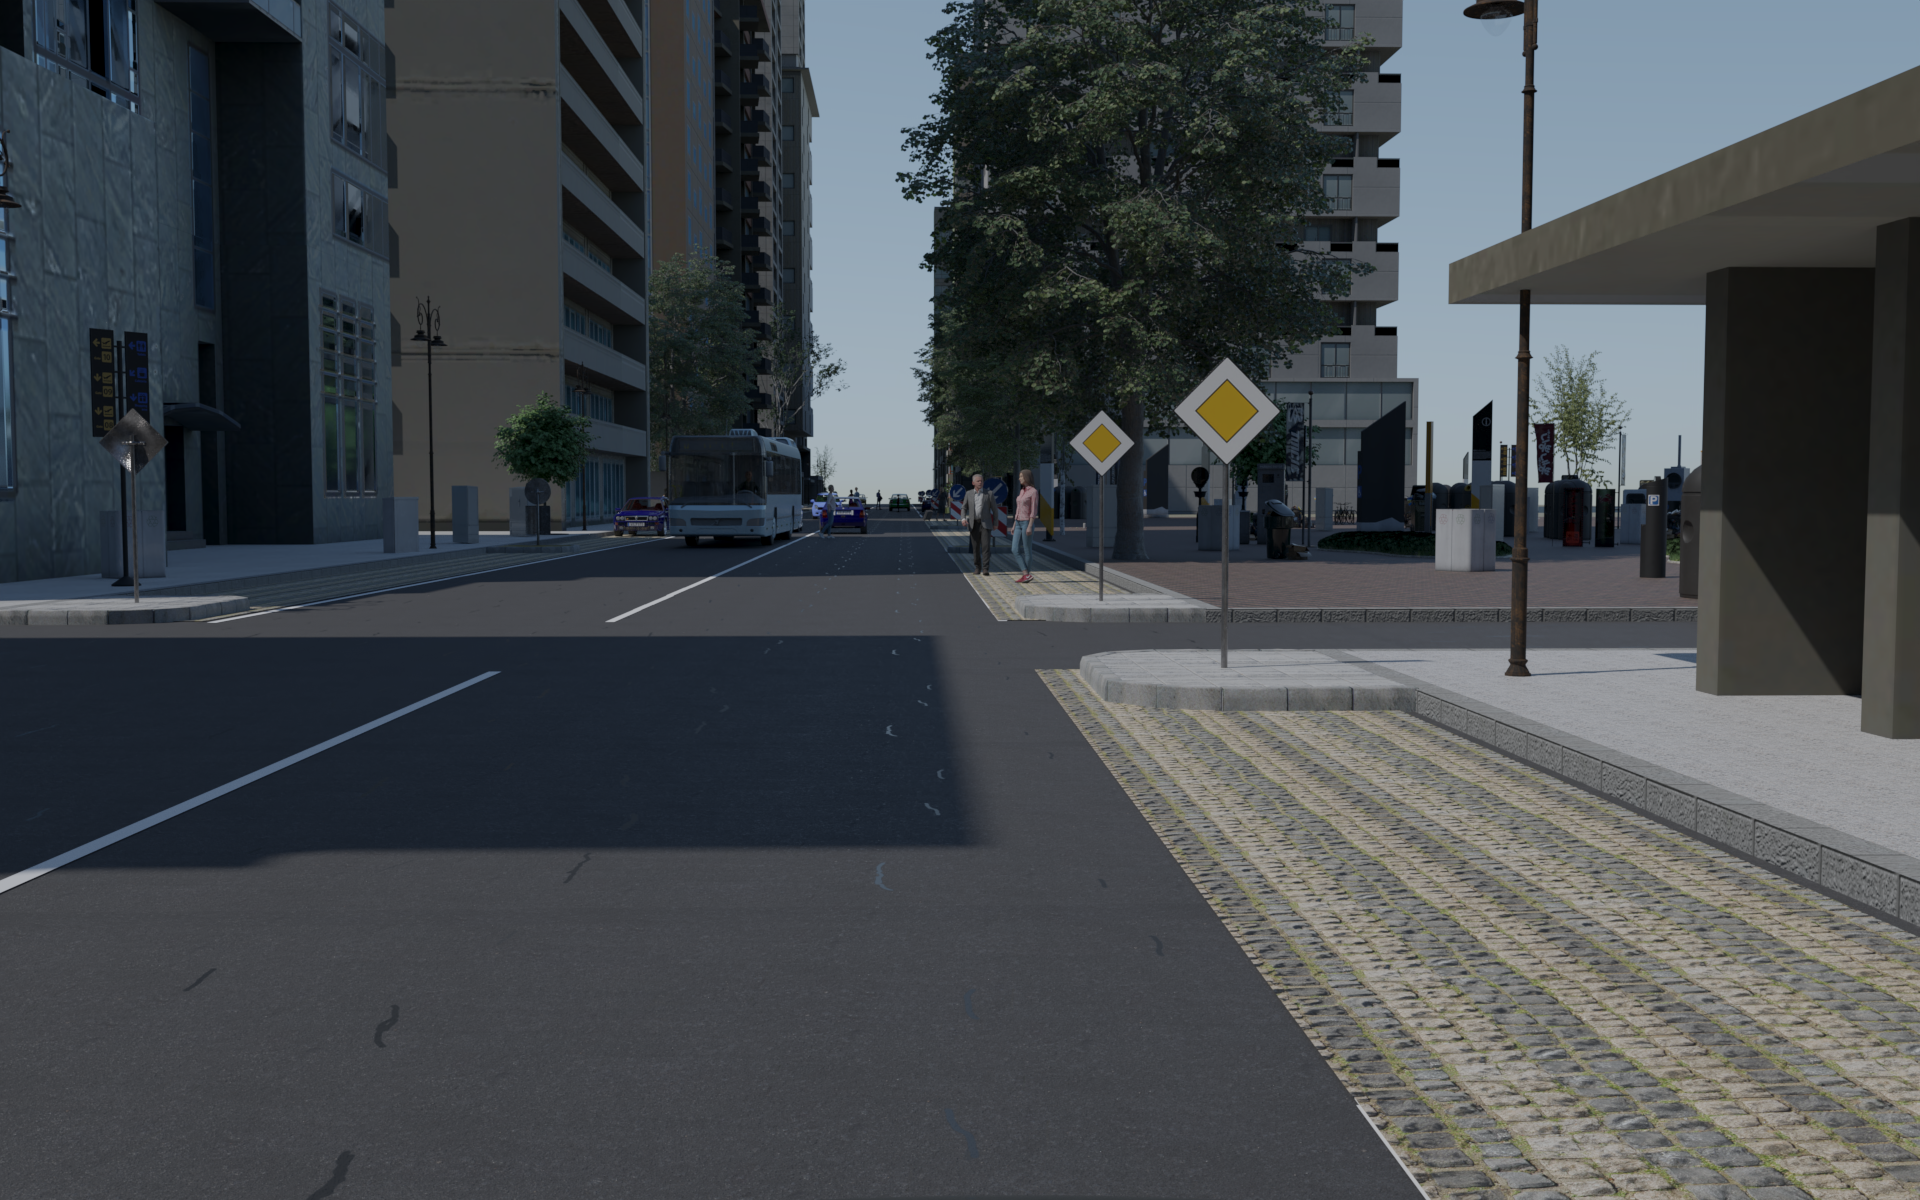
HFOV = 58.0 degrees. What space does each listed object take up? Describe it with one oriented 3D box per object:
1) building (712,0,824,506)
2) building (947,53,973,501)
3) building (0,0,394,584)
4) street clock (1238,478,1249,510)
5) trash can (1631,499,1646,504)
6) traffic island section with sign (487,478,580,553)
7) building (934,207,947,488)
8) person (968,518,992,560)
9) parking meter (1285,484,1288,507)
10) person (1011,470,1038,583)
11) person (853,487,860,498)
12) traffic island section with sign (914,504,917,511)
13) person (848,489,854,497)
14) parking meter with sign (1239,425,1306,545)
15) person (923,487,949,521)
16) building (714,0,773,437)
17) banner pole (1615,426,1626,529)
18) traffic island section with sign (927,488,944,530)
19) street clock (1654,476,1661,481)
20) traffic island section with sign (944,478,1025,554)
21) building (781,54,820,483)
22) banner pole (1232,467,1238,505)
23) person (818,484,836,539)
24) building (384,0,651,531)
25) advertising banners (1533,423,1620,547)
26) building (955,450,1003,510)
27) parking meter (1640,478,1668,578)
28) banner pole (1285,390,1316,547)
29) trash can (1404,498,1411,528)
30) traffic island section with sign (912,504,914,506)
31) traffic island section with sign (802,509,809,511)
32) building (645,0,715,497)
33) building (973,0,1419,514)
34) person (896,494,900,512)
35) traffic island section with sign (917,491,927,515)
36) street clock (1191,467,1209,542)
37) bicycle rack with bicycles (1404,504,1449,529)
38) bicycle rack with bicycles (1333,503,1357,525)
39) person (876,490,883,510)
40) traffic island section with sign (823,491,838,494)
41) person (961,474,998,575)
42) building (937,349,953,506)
[{"bbox_3d":[-29.227,-48.799,236.121,20.563,71.187,20.611,0,4,-2],"label":"building"},{"bbox_3d":[6.276,-29.421,164.635,14.154,41.232,14.086,0,4,-2],"label":"building"},{"bbox_3d":[-25.249,-44.023,32.446,22.319,86.520,31.000,0,4,-2],"label":"building"},{"bbox_3d":[8.976,-3.077,54.881,0.358,2.002,0.471,1,4,11],"label":"street clock"},{"bbox_3d":[20.599,-2.483,52.251,0.748,1.137,0.748,0,3,0],"label":"trash can"},{"bbox_3d":[-10.441,-2.080,42.635,1.989,1.847,2.006,0,4,-2],"label":"traffic island section with sign"},{"bbox_3d":[3.224,-34.533,248.215,14.154,41.232,14.086,0,4,-2],"label":"building"},{"bbox_3d":[0.417,-1.754,37.595,0.576,1.772,0.534,1,4,19],"label":"person"},{"bbox_3d":[16.791,-5.145,89.839,0.255,1.863,0.399,-3,5,-43],"label":"parking meter"},{"bbox_3d":[1.018,-1.177,27.753,0.388,1.821,0.555,-3,5,-42],"label":"person"},{"bbox_3d":[-5.675,-5.325,95.580,0.581,1.822,0.654,-3,5,-44],"label":"person"},{"bbox_3d":[-2.723,-8.507,147.712,1.989,1.847,2.006,0,4,-2],"label":"traffic island section with sign"},{"bbox_3d":[-7.089,-6.281,111.877,0.721,1.739,1.217,3,5,40],"label":"person"},{"bbox_3d":[7.912,-2.925,44.092,1.738,3.016,0.543,1,4,12],"label":"parking meter with sign"},{"bbox_3d":[-1.220,-5.097,92.046,0.699,1.804,1.509,-3,5,-42],"label":"person"},{"bbox_3d":[-27.221,-29.910,143.655,22.147,44.769,28.867,0,4,-2],"label":"building"},{"bbox_3d":[24.404,-4.518,63.886,0.401,3.779,0.863,3,5,40],"label":"banner pole"},{"bbox_3d":[-0.222,-3.775,70.350,1.989,1.847,2.006,0,4,-2],"label":"traffic island section with sign"},{"bbox_3d":[27.907,-3.962,69.347,0.358,2.002,0.471,1,4,13],"label":"street clock"},{"bbox_3d":[0.690,-2.061,42.318,1.989,1.847,2.006,0,4,-2],"label":"traffic island section with sign"},{"bbox_3d":[-32.018,-38.104,212.237,28.713,52.752,27.495,0,4,-2],"label":"building"},{"bbox_3d":[9.491,-4.225,59.102,0.401,3.779,0.863,-3,4,-37],"label":"banner pole"},{"bbox_3d":[-4.265,-2.844,55.679,0.598,1.740,0.731,-1,4,-18],"label":"person"},{"bbox_3d":[-24.685,-27.189,68.237,21.300,48.544,21.600,0,4,-2],"label":"building"},{"bbox_3d":[14.973,-2.811,42.152,2.074,3.025,0.090,2,4,35],"label":"advertising banners"},{"bbox_3d":[10.120,-43.283,145.922,20.563,71.187,20.611,0,4,-2],"label":"building"},{"bbox_3d":[10.640,-1.110,26.560,0.372,1.533,0.369,0,3,0],"label":"parking meter"},{"bbox_3d":[8.209,-3.160,41.688,0.863,3.779,0.401,-1,4,-13],"label":"banner pole"},{"bbox_3d":[17.327,-3.343,66.304,0.748,1.137,0.748,0,3,0],"label":"trash can"},{"bbox_3d":[-4.503,-11.903,203.246,1.989,1.847,2.006,0,4,-2],"label":"traffic island section with sign"},{"bbox_3d":[-13.845,-8.485,147.363,1.989,1.847,2.006,0,4,-2],"label":"traffic island section with sign"},{"bbox_3d":[-22.188,-27.615,101.611,14.600,45.320,14.200,0,4,-2],"label":"building"},{"bbox_3d":[14.813,-32.596,122.184,28.713,52.752,27.495,0,4,-2],"label":"building"},{"bbox_3d":[-4.901,-7.640,136.674,0.557,1.426,1.065,0,4,-7],"label":"person"},{"bbox_3d":[-1.844,-6.859,120.771,1.989,1.847,2.006,0,4,-2],"label":"traffic island section with sign"},{"bbox_3d":[6.359,-2.528,45.896,0.471,2.002,0.358,1,4,12],"label":"street clock"},{"bbox_3d":[17.760,-3.086,63.834,2.852,0.926,2.925,-3,4,-36],"label":"bicycle rack with bicycles"},{"bbox_3d":[16.533,-3.608,72.379,2.925,0.926,2.852,-3,5,-43],"label":"bicycle rack with bicycles"},{"bbox_3d":[-7.291,-9.101,157.169,0.599,1.838,0.709,3,5,43],"label":"person"},{"bbox_3d":[-15.637,-11.874,202.774,1.989,1.847,2.006,0,4,-2],"label":"traffic island section with sign"},{"bbox_3d":[0.345,-1.313,30.373,0.661,1.777,0.834,0,4,0],"label":"person"},{"bbox_3d":[11.047,-23.347,226.758,27.650,21.520,28.899,0,4,-2],"label":"building"}]
